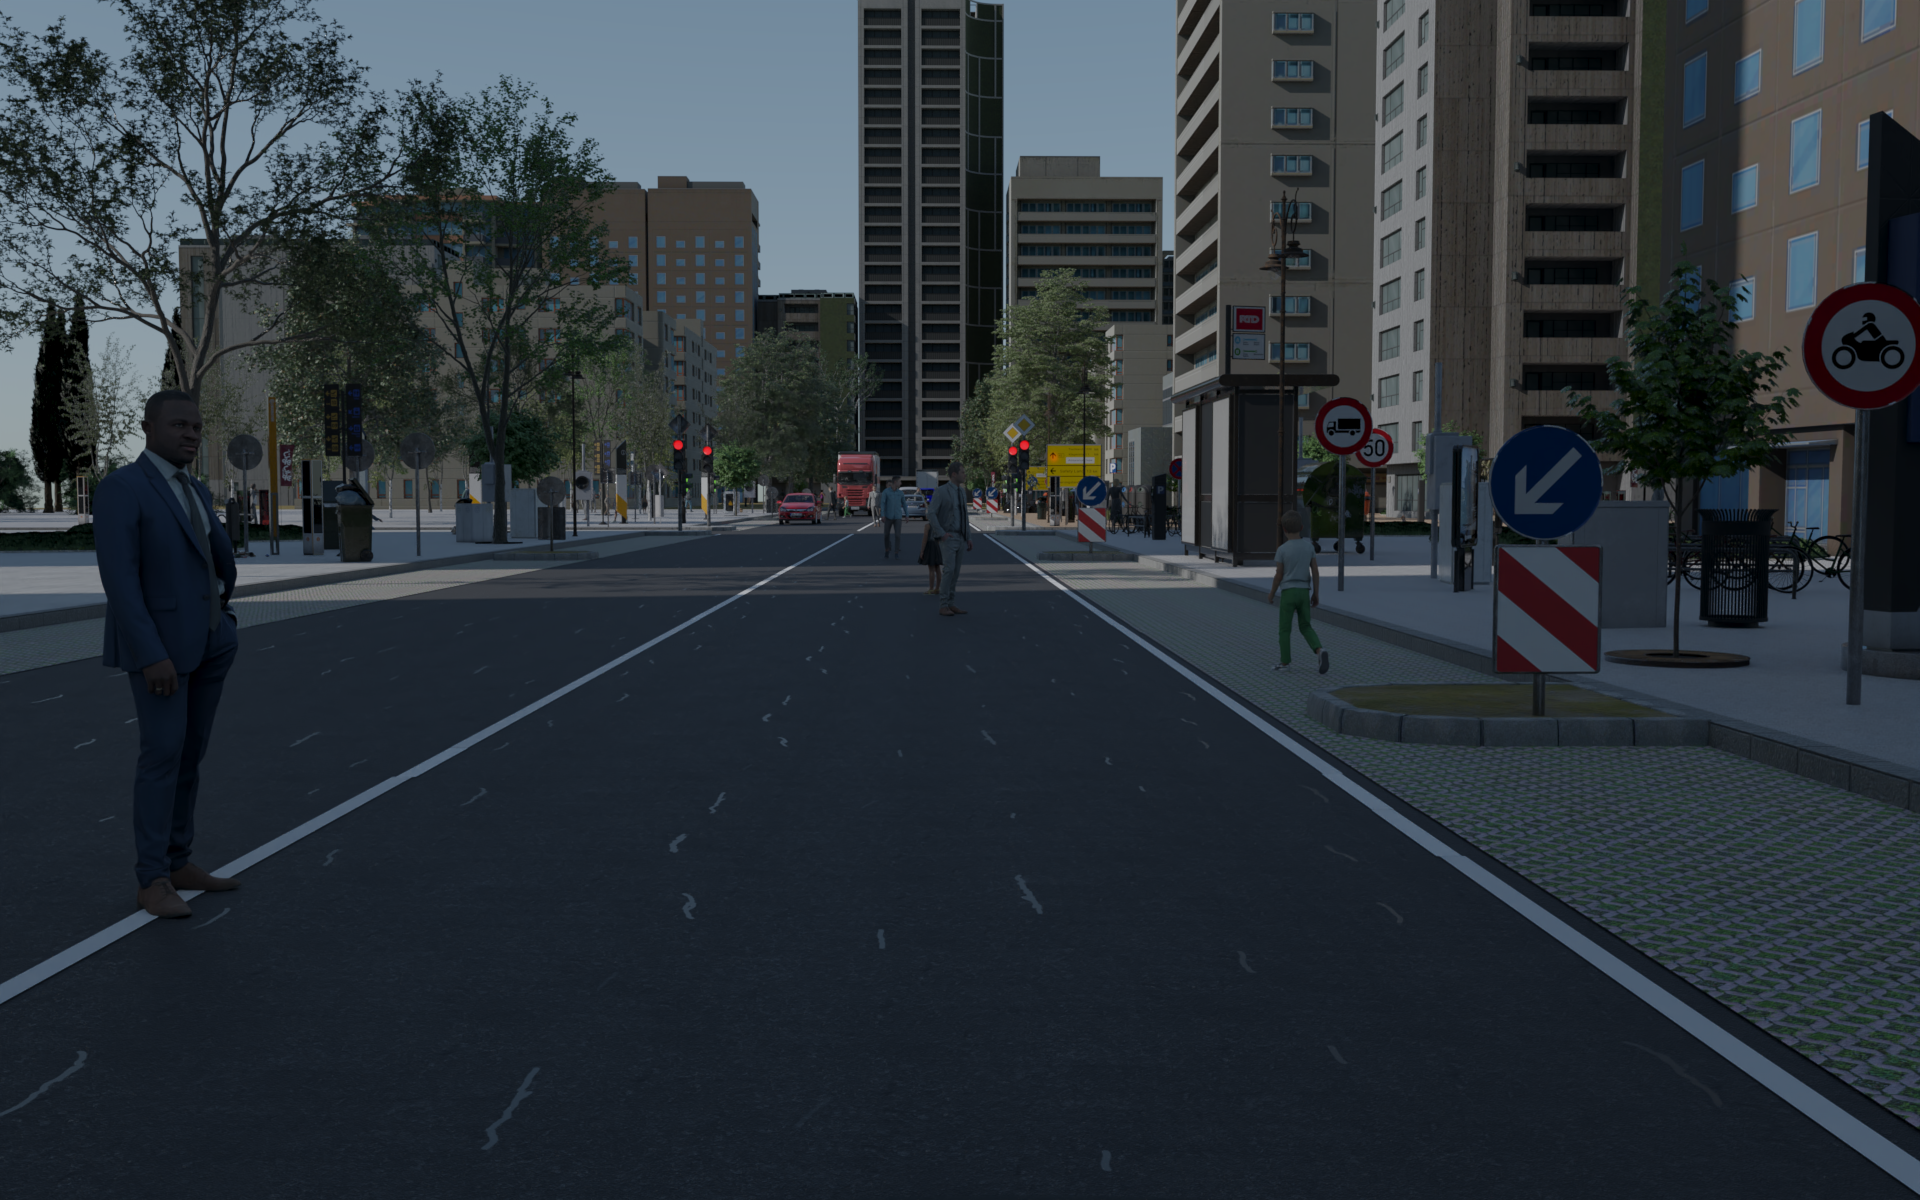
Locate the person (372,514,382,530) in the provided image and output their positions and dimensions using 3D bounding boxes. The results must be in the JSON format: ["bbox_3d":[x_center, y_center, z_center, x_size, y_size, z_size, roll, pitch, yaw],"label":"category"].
[{"bbox_3d":[-21.697,-3.009,63.190,1.012,1.151,0.738,1,4,17],"label":"person"}]

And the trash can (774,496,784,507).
[{"bbox_3d":[-12.754,-6.739,121.835,0.748,1.137,0.748,0,3,0],"label":"trash can"}]

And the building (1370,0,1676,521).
[{"bbox_3d":[29.836,-19.398,88.864,14.107,30.474,14.160,0,4,-1],"label":"building"}]

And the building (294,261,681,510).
[{"bbox_3d":[-41.757,-19.138,157.951,27.650,21.520,28.899,0,4,-1],"label":"building"}]

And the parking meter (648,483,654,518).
[{"bbox_3d":[-16.529,-5.324,92.765,0.255,1.863,0.399,-3,4,-38],"label":"parking meter"}]

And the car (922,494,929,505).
[{"bbox_3d":[-3.649,-8.433,148.100,2.015,1.641,3.980,0,4,1],"label":"car"}]

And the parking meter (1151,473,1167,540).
[{"bbox_3d":[5.553,-2.613,48.434,0.399,1.863,0.255,-1,4,-10],"label":"parking meter"}]

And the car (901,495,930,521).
[{"bbox_3d":[-2.609,-4.965,93.177,2.014,1.417,4.499,0,4,-2],"label":"car"}]

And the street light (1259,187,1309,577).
[{"bbox_3d":[4.934,-3.287,26.528,0.468,5.910,1.993,0,4,-1],"label":"street light"}]

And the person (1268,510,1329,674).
[{"bbox_3d":[2.700,-0.064,13.795,0.306,1.304,0.590,-2,4,-31],"label":"person"}]

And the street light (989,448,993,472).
[{"bbox_3d":[2.666,-10.413,143.037,0.468,5.910,1.993,0,4,-1],"label":"street light"}]

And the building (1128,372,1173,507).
[{"bbox_3d":[28.617,-51.781,159.298,22.319,86.520,31.000,0,4,-1],"label":"building"}]

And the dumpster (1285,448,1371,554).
[{"bbox_3d":[8.034,-2.163,37.851,1.502,2.255,1.985,0,4,-1],"label":"dumpster"}]

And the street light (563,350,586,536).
[{"bbox_3d":[-11.666,-4.864,52.320,0.468,5.910,1.993,0,4,-1],"label":"street light"}]

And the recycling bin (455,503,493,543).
[{"bbox_3d":[-12.961,-2.060,46.239,0.722,1.027,0.722,3,4,37],"label":"recycling bin"}]

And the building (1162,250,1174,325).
[{"bbox_3d":[39.989,-34.621,257.934,23.993,40.220,32.217,0,4,-1],"label":"building"}]

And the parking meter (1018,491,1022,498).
[{"bbox_3d":[4.198,-6.830,120.074,0.372,1.533,0.369,0,3,0],"label":"parking meter"}]

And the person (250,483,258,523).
[{"bbox_3d":[-26.483,-3.437,64.798,0.850,1.850,0.679,-2,4,-33],"label":"person"}]

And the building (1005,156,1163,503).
[{"bbox_3d":[17.323,-38.355,250.806,21.600,48.544,21.300,0,4,-1],"label":"building"}]

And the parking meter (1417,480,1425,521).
[{"bbox_3d":[19.281,-4.080,72.411,0.255,1.863,0.399,0,4,7],"label":"parking meter"}]

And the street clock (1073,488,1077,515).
[{"bbox_3d":[6.986,-6.069,103.794,0.471,2.002,0.358,2,4,32],"label":"street clock"}]

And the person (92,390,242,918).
[{"bbox_3d":[-2.806,0.156,6.137,0.419,1.800,0.721,0,4,1],"label":"person"}]

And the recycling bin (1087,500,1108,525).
[{"bbox_3d":[5.749,-3.671,72.581,0.722,1.027,0.722,-1,4,-11],"label":"recycling bin"}]

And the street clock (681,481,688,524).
[{"bbox_3d":[-12.049,-4.330,75.367,0.358,2.002,0.471,1,4,15],"label":"street clock"}]

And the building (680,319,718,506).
[{"bbox_3d":[-42.992,-21.214,191.885,28.899,21.520,27.650,0,4,-1],"label":"building"}]

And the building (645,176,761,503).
[{"bbox_3d":[-36.020,-36.483,246.612,14.200,45.320,14.600,0,4,-1],"label":"building"}]

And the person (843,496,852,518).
[{"bbox_3d":[-6.838,-5.650,105.125,0.590,1.304,0.306,-1,4,-12],"label":"person"}]

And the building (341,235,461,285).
[{"bbox_3d":[-64.608,-26.023,197.176,14.107,30.474,14.160,0,4,-1],"label":"building"}]

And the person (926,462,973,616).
[{"bbox_3d":[-0.101,-0.737,20.657,0.391,1.810,0.635,2,4,29],"label":"person"}]

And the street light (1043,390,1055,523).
[{"bbox_3d":[3.966,-6.383,77.149,0.468,5.910,1.993,0,4,-1],"label":"street light"}]

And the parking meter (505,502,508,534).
[{"bbox_3d":[-14.069,-2.906,53.218,0.255,1.863,0.399,0,4,-7],"label":"parking meter"}]

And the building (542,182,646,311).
[{"bbox_3d":[-50.708,-36.495,246.805,14.200,45.320,14.600,0,4,-1],"label":"building"}]

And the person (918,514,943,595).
[{"bbox_3d":[-0.424,-0.703,24.661,0.373,1.253,0.362,3,5,42],"label":"person"}]

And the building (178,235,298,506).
[{"bbox_3d":[-78.715,-26.014,197.026,14.107,30.474,14.160,0,4,-1],"label":"building"}]

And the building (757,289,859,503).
[{"bbox_3d":[-21.642,-29.119,247.804,14.107,30.474,14.160,0,4,-1],"label":"building"}]

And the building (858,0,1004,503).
[{"bbox_3d":[-4.017,-49.651,250.041,20.611,71.187,20.563,0,4,-1],"label":"building"}]

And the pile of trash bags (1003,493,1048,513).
[{"bbox_3d":[4.717,-6.525,116.433,3.447,1.369,1.912,-2,4,-32],"label":"pile of trash bags"}]

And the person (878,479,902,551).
[{"bbox_3d":[-1.734,-2.137,43.641,0.606,1.804,0.583,-1,4,-16],"label":"person"}]

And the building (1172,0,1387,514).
[{"bbox_3d":[27.270,-30.500,122.382,21.300,48.544,21.600,0,4,-1],"label":"building"}]

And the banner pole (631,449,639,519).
[{"bbox_3d":[-16.818,-6.067,89.214,0.401,3.779,0.863,-2,4,-30],"label":"banner pole"}]

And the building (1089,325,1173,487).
[{"bbox_3d":[29.253,-21.192,191.529,27.650,21.520,28.899,0,4,-1],"label":"building"}]

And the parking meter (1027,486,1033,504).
[{"bbox_3d":[4.787,-6.895,118.447,0.399,1.863,0.255,0,4,1],"label":"parking meter"}]

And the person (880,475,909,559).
[{"bbox_3d":[-1.449,-1.828,38.243,0.638,1.841,0.748,0,4,-5],"label":"person"}]

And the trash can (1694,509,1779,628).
[{"bbox_3d":[7.486,-0.311,16.736,0.748,1.137,0.748,0,3,0],"label":"trash can"}]

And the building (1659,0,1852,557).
[{"bbox_3d":[24.655,-23.581,35.664,14.600,45.320,14.200,0,4,-1],"label":"building"}]

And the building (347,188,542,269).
[{"bbox_3d":[-73.063,-36.419,250.076,28.867,44.769,22.147,0,4,-1],"label":"building"}]

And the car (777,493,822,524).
[{"bbox_3d":[-7.641,-4.517,82.893,2.155,1.783,4.494,0,3,0],"label":"car"}]

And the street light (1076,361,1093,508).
[{"bbox_3d":[4.323,-5.348,60.223,0.468,5.910,1.993,0,4,-1],"label":"street light"}]

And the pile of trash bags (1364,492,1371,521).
[{"bbox_3d":[15.853,-3.728,70.705,1.912,1.369,3.447,-1,4,-14],"label":"pile of trash bags"}]
